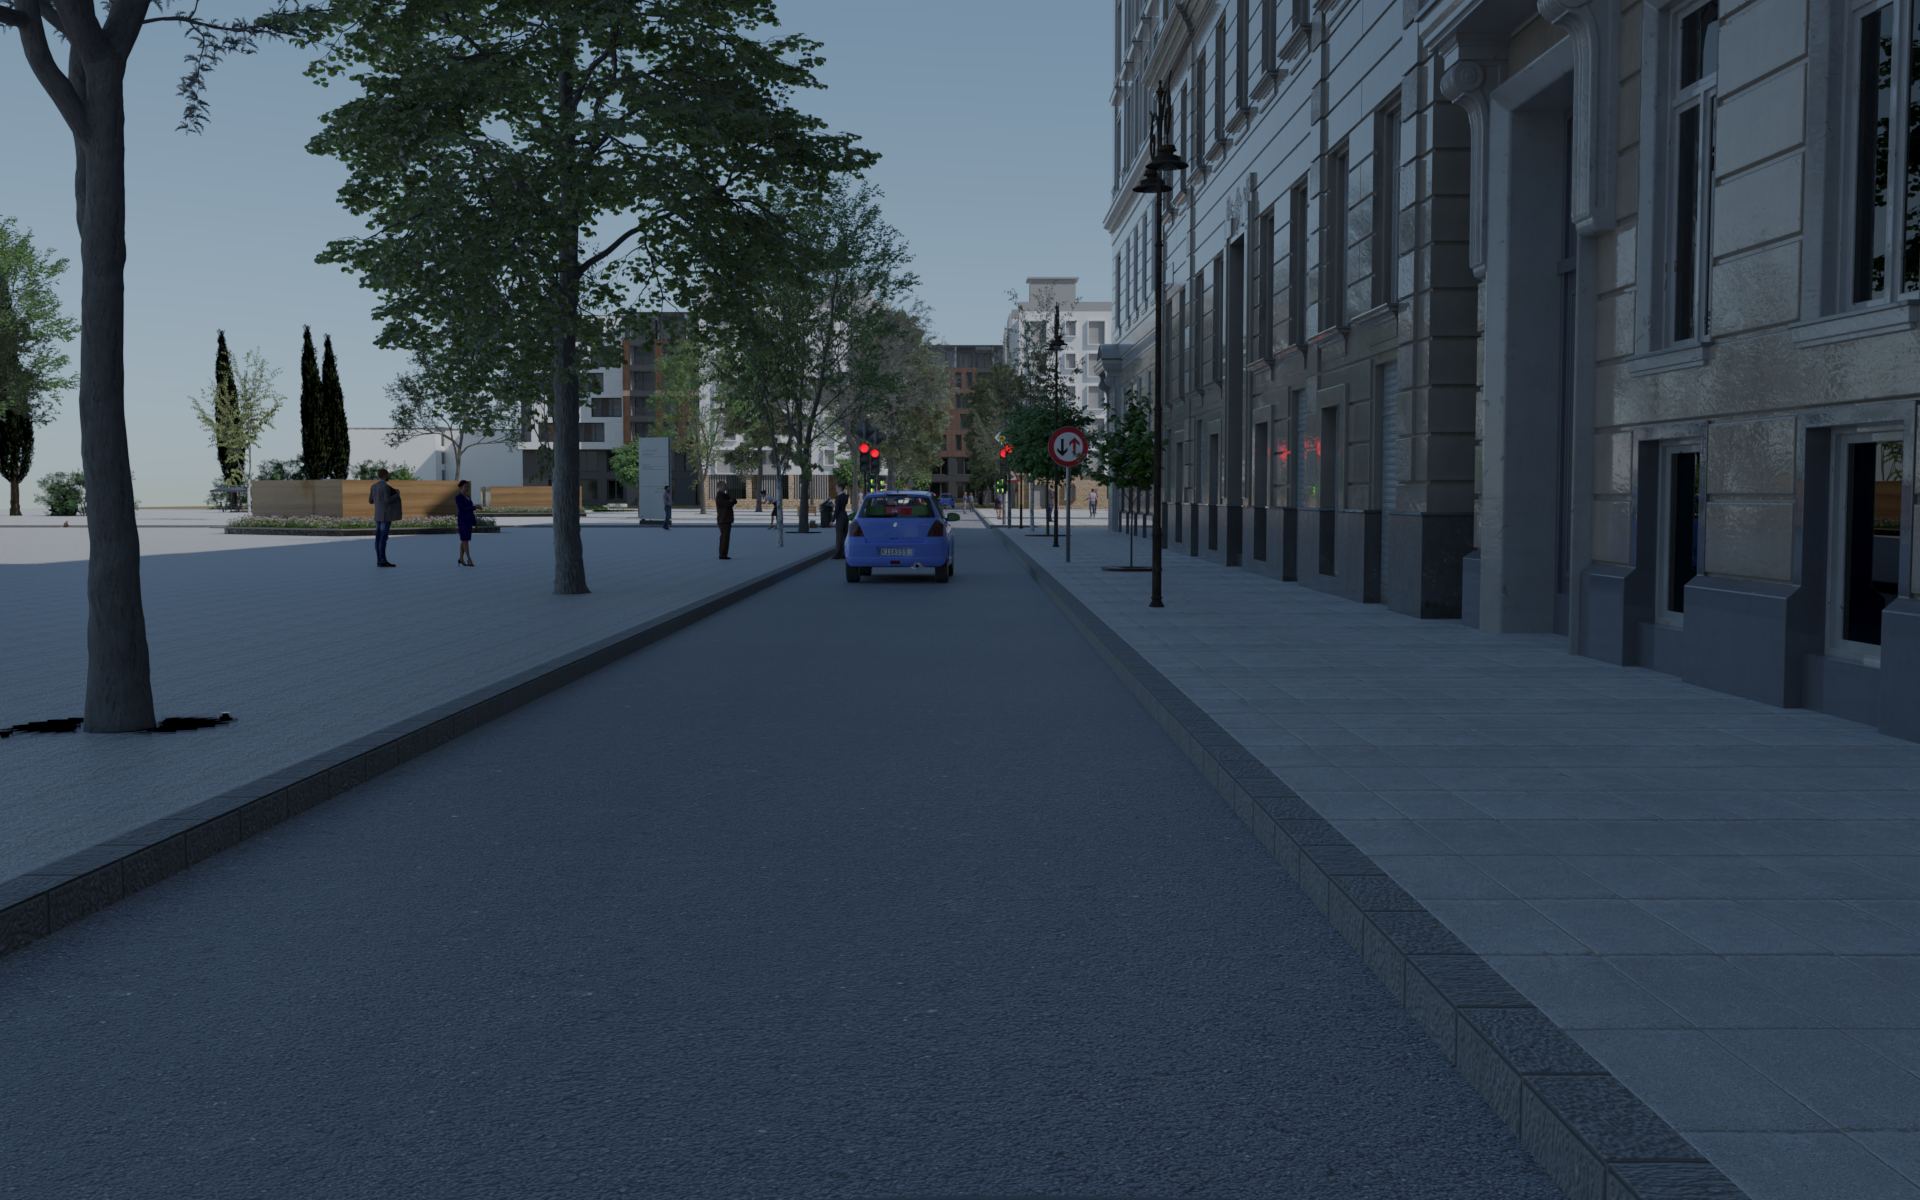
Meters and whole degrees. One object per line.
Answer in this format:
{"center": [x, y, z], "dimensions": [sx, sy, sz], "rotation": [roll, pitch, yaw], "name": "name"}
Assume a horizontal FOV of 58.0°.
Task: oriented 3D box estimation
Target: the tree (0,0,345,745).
{"center": [-4.710, -6.041, 9.144], "dimensions": [12.009, 13.543, 11.850], "rotation": [0, 3, 0], "name": "tree"}

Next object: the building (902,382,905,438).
{"center": [-14.193, -20.831, 197.004], "dimensions": [16.016, 20.091, 11.380], "rotation": [0, 3, 0], "name": "building"}

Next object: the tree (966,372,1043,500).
{"center": [3.862, -12.007, 130.731], "dimensions": [7.601, 10.594, 8.767], "rotation": [1, 4, 11], "name": "tree"}

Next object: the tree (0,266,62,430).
{"center": [-30.769, -7.182, 51.840], "dimensions": [7.601, 10.594, 8.767], "rotation": [0, 4, 7], "name": "tree"}

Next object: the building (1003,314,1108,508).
{"center": [13.191, -19.080, 178.412], "dimensions": [16.747, 18.905, 31.486], "rotation": [0, 3, 0], "name": "building"}

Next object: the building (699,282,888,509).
{"center": [-14.286, -18.178, 153.626], "dimensions": [16.016, 20.091, 11.380], "rotation": [0, 3, 0], "name": "building"}

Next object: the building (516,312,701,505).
{"center": [-34.250, -22.273, 208.142], "dimensions": [32.646, 21.610, 27.936], "rotation": [0, 3, 0], "name": "building"}

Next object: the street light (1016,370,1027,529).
{"center": [2.267, -5.585, 64.099], "dimensions": [0.468, 5.910, 1.993], "rotation": [0, 3, 0], "name": "street light"}

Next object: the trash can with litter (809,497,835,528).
{"center": [-5.268, -3.301, 65.361], "dimensions": [1.055, 1.170, 0.624], "rotation": [-1, 4, -14], "name": "trash can with litter"}

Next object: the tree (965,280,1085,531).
{"center": [2.451, -6.701, 59.927], "dimensions": [4.360, 8.622, 3.978], "rotation": [0, 3, 0], "name": "tree"}

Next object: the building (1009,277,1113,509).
{"center": [12.452, -18.359, 156.583], "dimensions": [16.016, 20.091, 11.380], "rotation": [0, 3, 0], "name": "building"}

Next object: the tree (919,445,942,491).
{"center": [-3.942, -14.044, 179.986], "dimensions": [4.737, 8.622, 4.395], "rotation": [0, 3, 0], "name": "tree"}

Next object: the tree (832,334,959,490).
{"center": [-4.624, -13.040, 119.858], "dimensions": [9.857, 13.997, 8.962], "rotation": [0, 3, 0], "name": "tree"}

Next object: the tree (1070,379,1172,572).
{"center": [2.917, -2.114, 29.161], "dimensions": [1.663, 3.219, 1.824], "rotation": [0, 3, 0], "name": "tree"}

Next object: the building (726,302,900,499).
{"center": [-14.953, -18.911, 175.648], "dimensions": [16.747, 18.905, 31.486], "rotation": [0, 3, 0], "name": "building"}

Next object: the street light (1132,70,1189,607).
{"center": [2.234, -2.857, 19.499], "dimensions": [0.468, 5.910, 1.993], "rotation": [0, 3, 0], "name": "street light"}

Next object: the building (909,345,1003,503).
{"center": [8.024, -24.694, 247.722], "dimensions": [32.646, 21.610, 27.936], "rotation": [0, 3, 0], "name": "building"}

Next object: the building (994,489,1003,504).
{"center": [8.876, -16.286, 208.417], "dimensions": [9.099, 9.664, 28.070], "rotation": [0, 3, 0], "name": "building"}

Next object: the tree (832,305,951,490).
{"center": [-3.995, -10.872, 99.820], "dimensions": [6.751, 12.117, 7.091], "rotation": [0, 3, 0], "name": "tree"}

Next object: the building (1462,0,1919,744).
{"center": [11.141, -13.487, 6.422], "dimensions": [13.634, 28.700, 20.117], "rotation": [0, 3, 0], "name": "building"}

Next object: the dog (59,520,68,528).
{"center": [-34.741, -2.861, 66.968], "dimensions": [0.748, 0.427, 0.550], "rotation": [-2, 4, -34], "name": "dog"}

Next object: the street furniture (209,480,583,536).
{"center": [-19.716, -2.976, 55.519], "dimensions": [11.010, 1.723, 9.812], "rotation": [2, 4, 34], "name": "street furniture"}

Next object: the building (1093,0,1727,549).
{"center": [11.534, -16.248, 51.559], "dimensions": [13.634, 28.700, 20.117], "rotation": [0, 3, 0], "name": "building"}

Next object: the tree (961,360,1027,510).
{"center": [3.138, -13.385, 140.904], "dimensions": [6.751, 12.117, 7.091], "rotation": [0, 3, 0], "name": "tree"}

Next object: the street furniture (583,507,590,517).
{"center": [-25.903, -5.638, 99.030], "dimensions": [9.812, 1.723, 11.010], "rotation": [-1, 4, -22], "name": "street furniture"}

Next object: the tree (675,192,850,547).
{"center": [-4.505, -5.595, 41.836], "dimensions": [4.737, 8.622, 4.395], "rotation": [0, 3, 0], "name": "tree"}

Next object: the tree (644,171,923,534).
{"center": [-5.074, -7.982, 56.259], "dimensions": [9.928, 11.665, 9.643], "rotation": [0, 3, 0], "name": "tree"}

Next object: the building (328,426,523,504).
{"center": [-64.607, -16.872, 217.996], "dimensions": [28.070, 9.664, 9.099], "rotation": [0, 3, 0], "name": "building"}

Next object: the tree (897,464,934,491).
{"center": [-4.014, -10.448, 154.544], "dimensions": [4.285, 4.588, 4.351], "rotation": [0, 3, 0], "name": "tree"}

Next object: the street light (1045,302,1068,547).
{"center": [2.326, -4.221, 41.799], "dimensions": [0.468, 5.910, 1.993], "rotation": [0, 3, 0], "name": "street light"}

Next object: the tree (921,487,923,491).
{"center": [-4.591, -11.733, 186.439], "dimensions": [1.663, 3.219, 1.824], "rotation": [0, 3, 0], "name": "tree"}

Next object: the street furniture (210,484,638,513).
{"center": [-37.337, -7.165, 122.178], "dimensions": [27.439, 1.986, 14.083], "rotation": [1, 4, 11], "name": "street furniture"}

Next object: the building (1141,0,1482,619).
{"center": [10.366, -14.176, 29.033], "dimensions": [12.463, 27.353, 25.104], "rotation": [0, 3, 0], "name": "building"}

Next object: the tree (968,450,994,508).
{"center": [2.642, -13.156, 165.469], "dimensions": [4.737, 8.622, 4.395], "rotation": [0, 3, 0], "name": "tree"}

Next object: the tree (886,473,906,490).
{"center": [-5.144, -8.498, 133.551], "dimensions": [1.663, 3.219, 1.824], "rotation": [0, 3, 0], "name": "tree"}

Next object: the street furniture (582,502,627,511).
{"center": [-30.961, -7.464, 137.657], "dimensions": [10.072, 0.657, 5.734], "rotation": [3, 5, 42], "name": "street furniture"}

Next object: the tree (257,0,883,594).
{"center": [-4.767, -6.330, 21.626], "dimensions": [7.486, 12.596, 7.792], "rotation": [0, 3, 0], "name": "tree"}

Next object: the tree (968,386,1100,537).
{"center": [2.760, -4.229, 52.853], "dimensions": [4.285, 4.588, 4.351], "rotation": [0, 3, 0], "name": "tree"}
